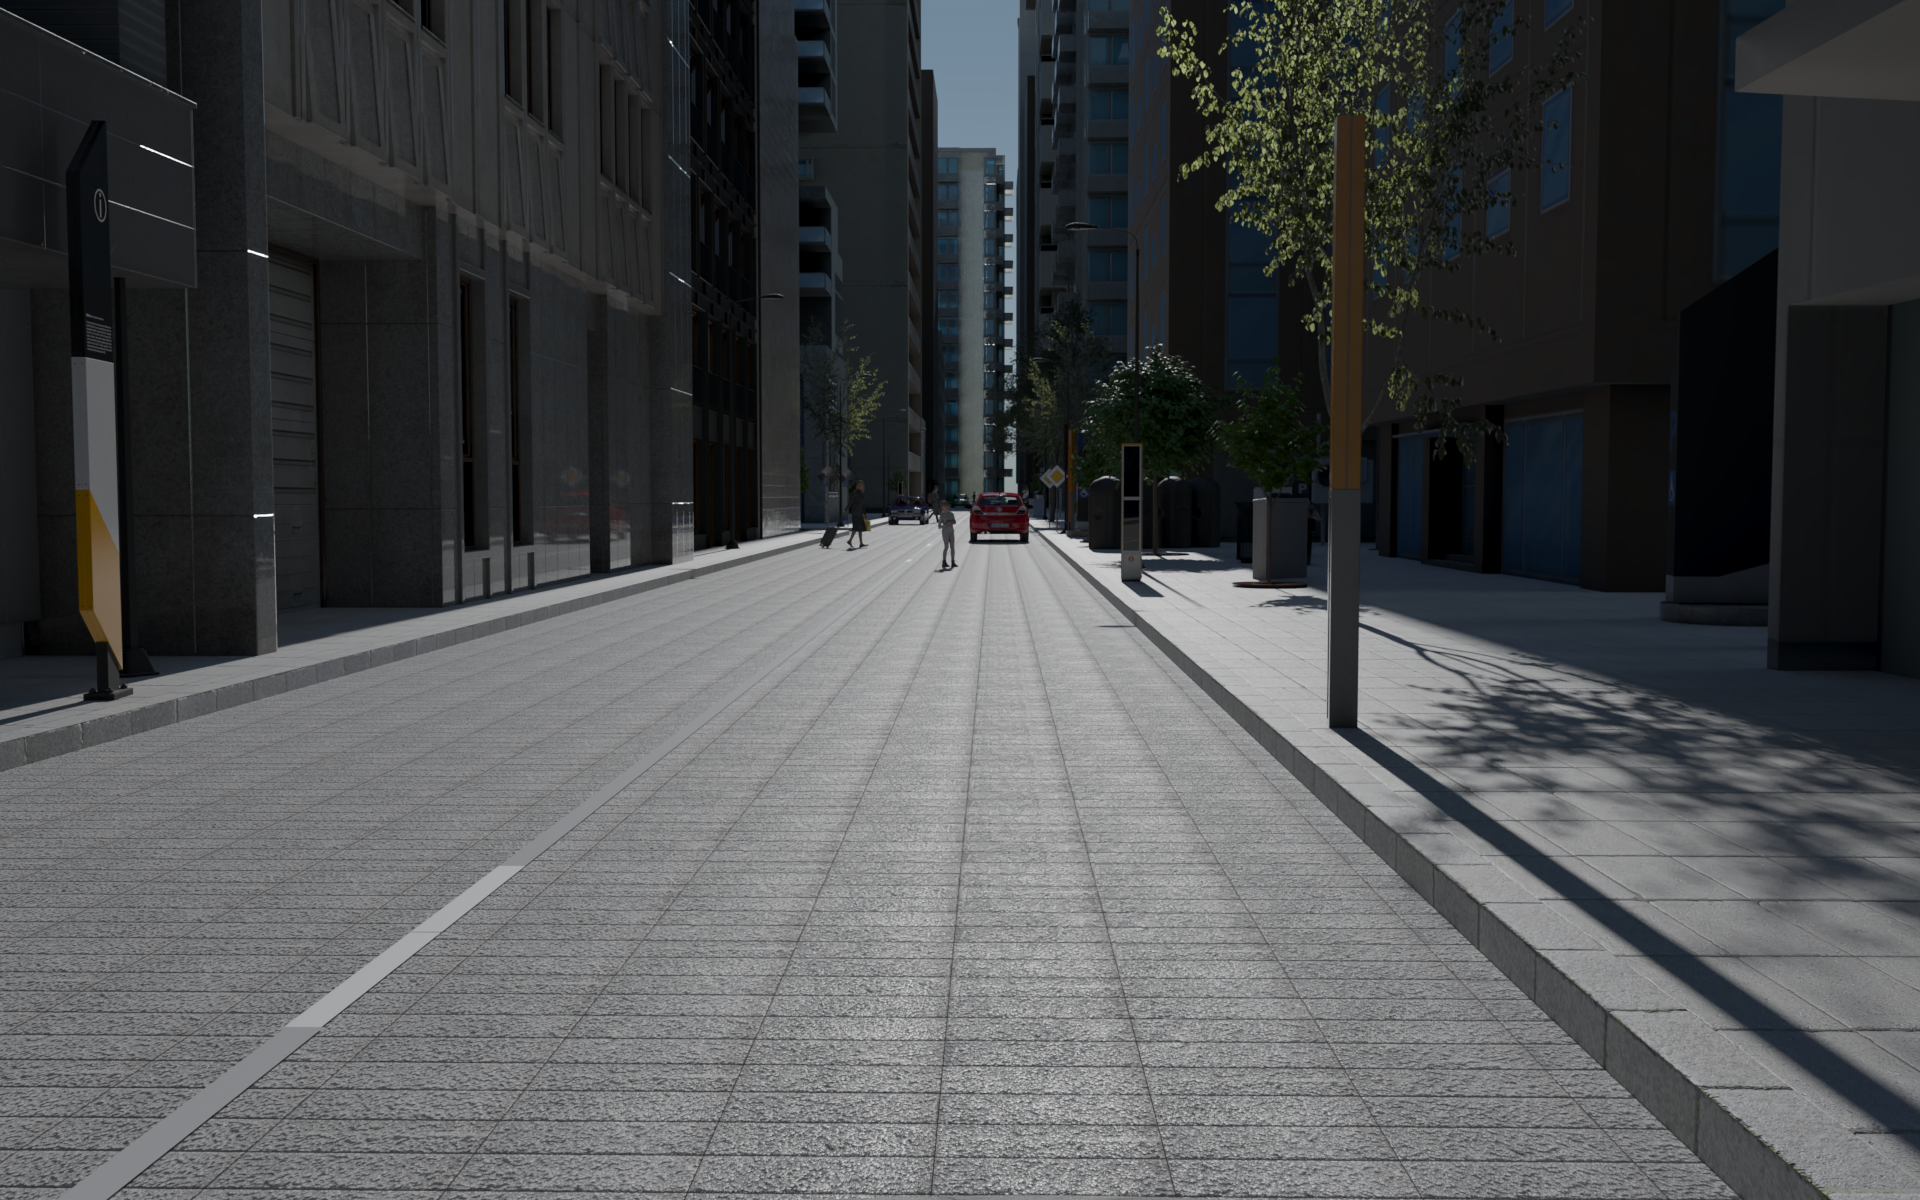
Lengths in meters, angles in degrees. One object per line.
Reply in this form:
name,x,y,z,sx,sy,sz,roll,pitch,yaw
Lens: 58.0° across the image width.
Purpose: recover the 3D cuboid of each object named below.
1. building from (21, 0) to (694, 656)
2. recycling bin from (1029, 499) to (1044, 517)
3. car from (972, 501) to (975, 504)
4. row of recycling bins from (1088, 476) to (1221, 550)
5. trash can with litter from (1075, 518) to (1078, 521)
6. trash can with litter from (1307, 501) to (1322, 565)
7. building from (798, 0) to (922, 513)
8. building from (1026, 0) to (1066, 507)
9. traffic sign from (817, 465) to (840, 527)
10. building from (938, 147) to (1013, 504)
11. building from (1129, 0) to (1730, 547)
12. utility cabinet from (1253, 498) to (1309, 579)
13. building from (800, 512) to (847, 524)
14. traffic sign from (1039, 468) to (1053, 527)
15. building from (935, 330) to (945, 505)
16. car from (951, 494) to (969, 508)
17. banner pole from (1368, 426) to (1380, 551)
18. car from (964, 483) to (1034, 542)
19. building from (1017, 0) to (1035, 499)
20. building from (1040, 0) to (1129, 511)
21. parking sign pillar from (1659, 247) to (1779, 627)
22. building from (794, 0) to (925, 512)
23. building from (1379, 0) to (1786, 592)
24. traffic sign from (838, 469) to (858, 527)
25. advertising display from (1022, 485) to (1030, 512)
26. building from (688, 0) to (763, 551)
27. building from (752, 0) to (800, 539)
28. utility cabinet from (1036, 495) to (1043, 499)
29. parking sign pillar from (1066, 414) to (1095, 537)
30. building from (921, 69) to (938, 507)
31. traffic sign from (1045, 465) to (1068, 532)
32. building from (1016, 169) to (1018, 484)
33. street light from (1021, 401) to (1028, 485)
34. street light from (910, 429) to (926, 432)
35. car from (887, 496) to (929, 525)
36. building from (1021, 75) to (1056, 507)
building,-11.363,-12.536,22.994,12.078,24.808,19.932,0,4,1
recycling bin,4.239,-5.069,95.430,0.722,1.027,0.722,-1,4,-17
car,1.669,-4.938,92.534,2.131,1.459,4.920,0,4,3
row of recycling bins,4.672,-2.075,41.043,3.534,1.692,1.069,-2,4,-28
trash can with litter,6.105,-4.406,83.089,1.678,1.210,2.233,-2,4,-31
trash can with litter,5.899,-1.203,31.064,1.055,1.170,0.624,-1,4,-22
building,-13.849,-30.581,123.708,21.300,48.544,21.600,0,4,1
building,20.641,-34.961,160.857,28.713,52.752,27.495,0,4,1
traffic sign,-4.523,-3.415,59.474,0.795,2.450,0.064,0,4,1
building,-8.002,-37.775,237.228,30.456,49.044,23.786,0,4,1
building,12.476,-24.520,51.015,14.600,45.320,14.200,0,4,1
utility cabinet,4.883,-0.934,26.429,1.020,1.237,0.306,-3,5,-42
building,-16.626,-47.443,88.361,22.319,86.520,31.000,0,4,1
traffic sign,3.481,-3.892,67.279,0.795,2.450,0.064,0,4,1
building,-16.607,-22.055,205.634,28.899,21.520,27.650,0,4,1
car,0.022,-10.286,176.972,1.959,1.807,4.718,0,4,2
banner pole,9.664,-3.011,39.246,0.401,3.779,0.863,-3,4,-36
car,1.196,-2.696,53.119,2.155,1.783,4.494,0,4,1
building,17.285,-40.444,203.255,21.231,58.520,28.212,0,4,1
building,18.044,-30.986,126.236,23.786,49.044,30.456,0,4,1
parking sign pillar,7.828,-1.765,17.336,1.447,3.967,1.447,1,4,12
building,-14.126,-51.605,156.417,22.319,86.520,31.000,0,4,1
building,15.103,-23.098,27.759,14.600,45.320,14.200,0,4,1
traffic sign,-4.361,-3.903,67.458,0.795,2.450,0.064,0,4,1
advertising display,4.562,-6.993,119.541,0.123,1.923,0.974,-2,4,-26
building,-11.929,-12.919,40.902,12.332,23.373,15.834,0,4,1
building,-13.981,-12.171,53.748,16.860,20.320,10.420,0,4,1
utility cabinet,5.124,-6.118,111.195,0.306,1.237,1.020,0,4,-6
parking sign pillar,3.929,-3.902,52.272,1.447,3.967,1.447,1,4,20
building,-9.414,-32.418,180.142,14.600,45.320,14.200,0,4,1
traffic sign,3.319,-3.404,59.296,0.795,2.450,0.064,0,4,1
building,14.675,-35.584,231.914,14.200,45.320,14.600,0,4,1
street light,3.704,-6.946,86.104,1.470,5.913,1.316,0,4,1
street light,-3.089,-9.220,123.293,1.470,5.913,1.316,0,4,1
car,-2.413,-4.232,81.769,1.945,1.354,3.894,0,4,3
building,13.816,-32.551,182.323,14.600,45.320,14.200,0,4,1
